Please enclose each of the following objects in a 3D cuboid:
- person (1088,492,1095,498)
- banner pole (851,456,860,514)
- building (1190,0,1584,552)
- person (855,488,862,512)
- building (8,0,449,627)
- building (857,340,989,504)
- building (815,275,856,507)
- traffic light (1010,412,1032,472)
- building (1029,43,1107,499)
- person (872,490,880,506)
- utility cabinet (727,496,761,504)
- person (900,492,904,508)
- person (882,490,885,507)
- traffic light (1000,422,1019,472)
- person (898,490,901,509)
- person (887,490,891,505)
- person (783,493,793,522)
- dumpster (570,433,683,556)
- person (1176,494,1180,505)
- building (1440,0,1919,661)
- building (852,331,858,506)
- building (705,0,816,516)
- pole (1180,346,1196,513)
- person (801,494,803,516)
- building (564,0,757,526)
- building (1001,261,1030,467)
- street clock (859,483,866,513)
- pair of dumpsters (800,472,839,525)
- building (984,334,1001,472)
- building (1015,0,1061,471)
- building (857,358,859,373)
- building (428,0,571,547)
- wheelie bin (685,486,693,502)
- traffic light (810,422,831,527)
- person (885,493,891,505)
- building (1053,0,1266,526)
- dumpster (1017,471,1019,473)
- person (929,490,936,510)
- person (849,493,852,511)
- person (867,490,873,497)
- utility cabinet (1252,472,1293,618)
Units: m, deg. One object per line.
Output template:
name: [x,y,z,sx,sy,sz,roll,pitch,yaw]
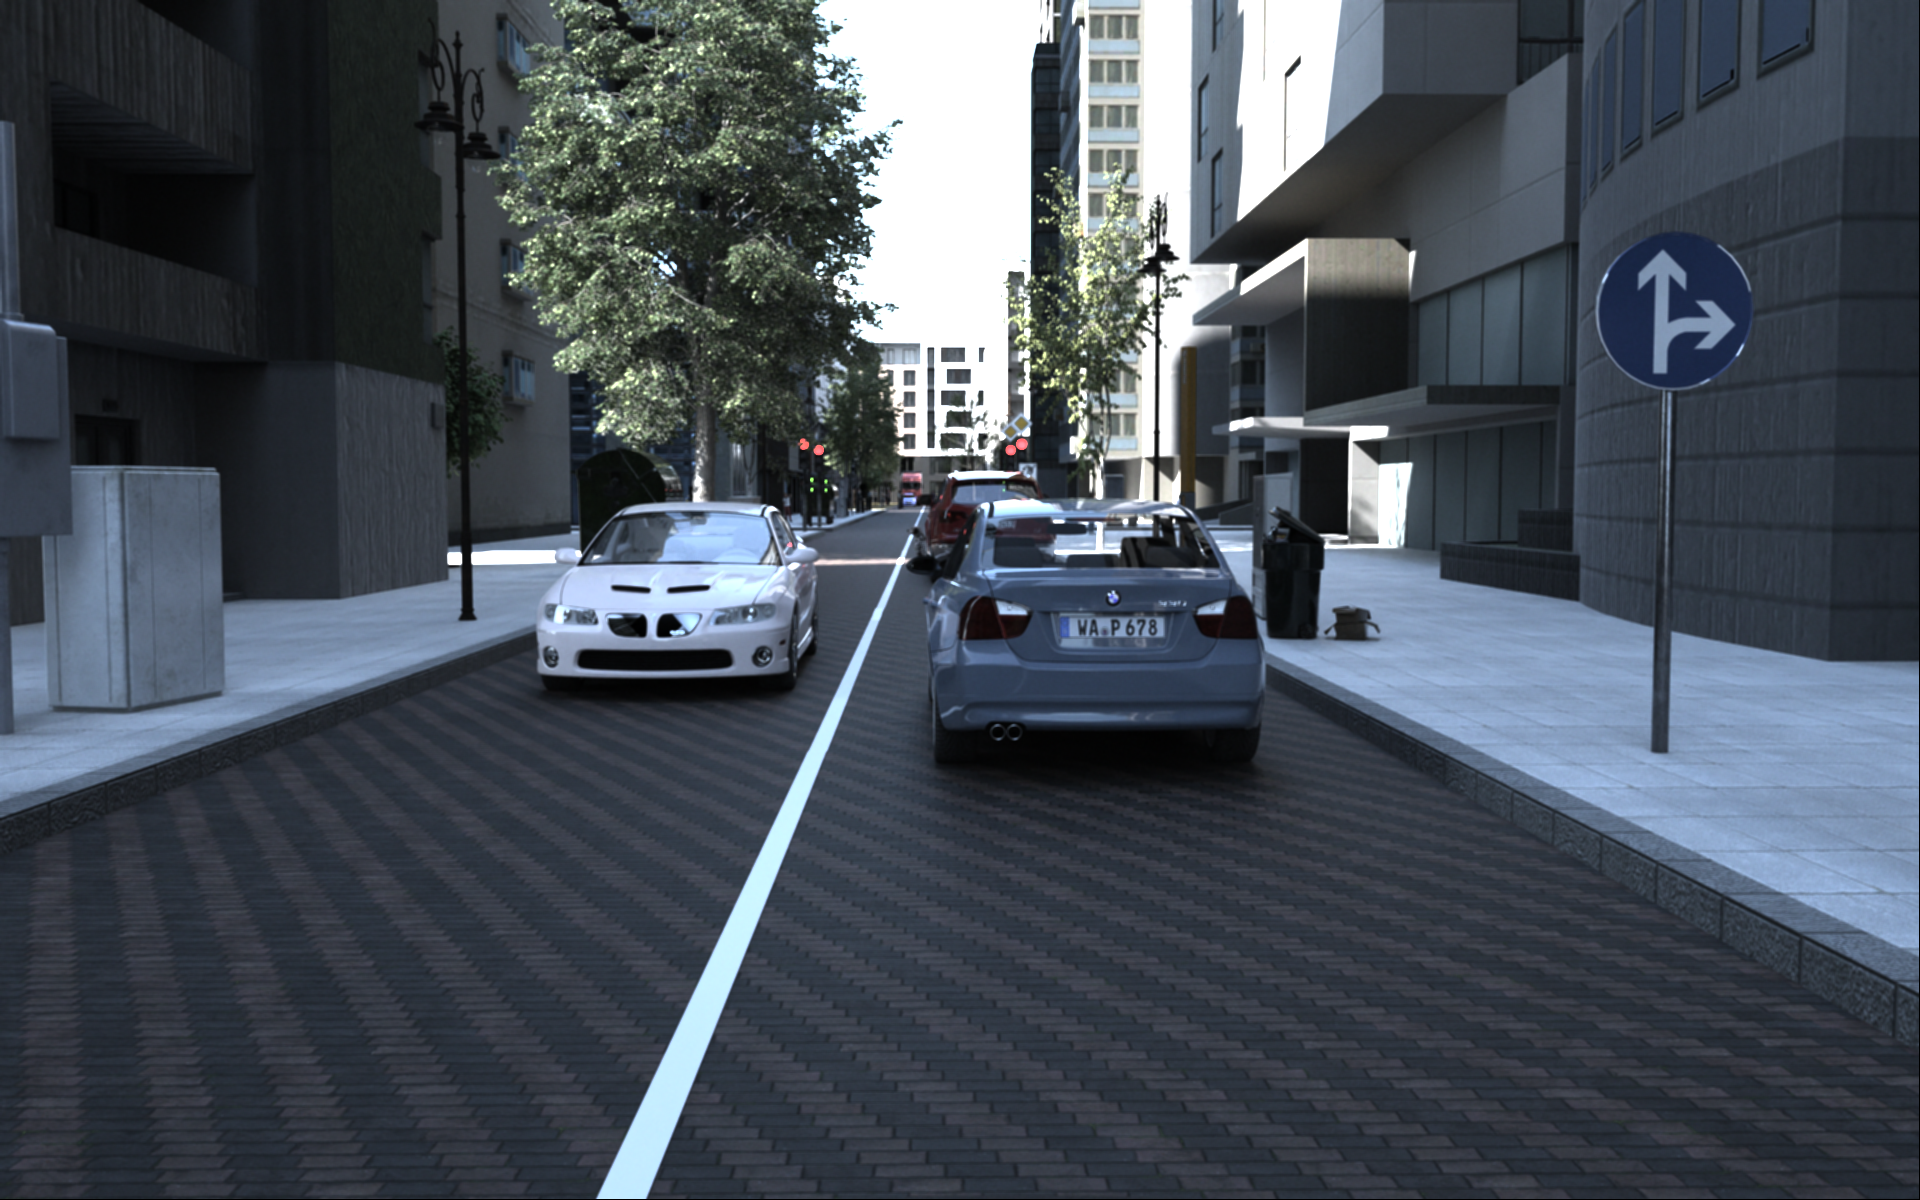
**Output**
person: [4.204,-2.755,55.004,0.340,1.345,0.435,0,4,-2]
banner pole: [-6.832,-7.485,112.397,0.401,3.779,0.863,2,4,34]
building: [20.987,-27.677,41.761,28.713,52.752,27.495,0,4,-1]
person: [-7.071,-6.950,120.477,0.445,1.727,0.742,0,4,0]
building: [-14.537,-15.063,17.974,14.160,30.474,14.107,0,4,-1]
building: [-7.509,-24.412,243.112,32.646,21.610,27.936,0,4,-1]
building: [-24.520,-19.278,159.174,27.936,21.610,32.646,0,4,-1]
traffic light: [2.080,-4.307,59.348,0.839,4.253,0.868,0,4,-1]
building: [11.511,-20.993,114.934,14.160,30.474,14.107,0,4,-1]
person: [-9.028,-10.974,186.247,1.217,1.735,0.721,-3,5,-40]
utility cabinet: [-5.724,-2.122,45.851,1.020,1.237,0.306,3,5,40]
person: [-5.849,-10.151,175.277,0.445,1.727,0.742,-1,4,-9]
person: [-7.504,-9.898,168.593,0.721,1.735,1.217,-1,4,-15]
traffic light: [1.940,-4.796,67.332,0.839,4.253,0.868,0,4,-1]
person: [-5.763,-9.589,165.356,0.705,1.814,1.350,0,4,3]
person: [-8.046,-11.763,198.898,0.750,1.759,0.617,2,4,30]
person: [-7.950,-4.278,79.891,0.435,1.345,0.340,-1,4,-9]
dumpster: [-5.274,-1.527,27.468,1.502,2.255,1.985,0,4,-1]
person: [7.915,-3.050,61.560,0.628,1.438,0.799,-3,5,-39]
building: [17.104,-28.848,13.662,21.231,58.520,28.212,0,4,-1]
building: [-19.385,-20.581,192.913,16.016,20.091,11.380,0,4,-1]
building: [-17.697,-28.898,122.587,14.600,45.320,14.200,0,4,-1]
pole: [3.166,-1.849,24.077,0.158,3.312,0.155,0,3,0]
person: [-8.930,-5.621,100.151,0.590,1.554,0.614,3,5,42]
building: [-20.682,-47.089,82.578,22.319,86.520,31.000,0,4,-1]
building: [17.788,-19.841,168.378,27.936,21.610,32.646,0,4,-1]
street clock: [-6.644,-6.960,118.364,0.471,2.002,0.358,-1,4,-16]
pair of dumpsters: [-6.083,-4.403,74.486,1.574,2.255,4.437,0,4,-1]
building: [11.695,-20.423,200.366,16.747,18.905,31.486,0,4,-1]
building: [14.546,-42.374,131.074,20.563,71.187,20.611,0,4,-1]
building: [-28.213,-20.849,207.340,31.486,18.905,16.747,0,4,-1]
building: [-22.950,-25.705,43.981,21.600,48.544,21.300,0,4,-1]
wheelie bin: [-10.037,-3.581,66.464,0.980,1.594,0.693,-1,4,-9]
traffic light: [-5.439,-4.787,67.187,0.839,4.253,0.868,0,4,-1]
person: [-8.368,-11.713,200.785,0.697,1.427,0.421,2,4,28]
building: [17.222,-24.072,85.455,23.993,40.220,32.217,0,4,-1]
dumpster: [2.399,-4.274,72.369,1.502,2.255,1.985,0,4,-1]
person: [-2.539,-9.091,157.594,0.683,1.767,0.568,-3,4,-37]
person: [-8.577,-7.695,133.723,0.647,1.594,0.662,1,4,18]
person: [-10.979,-12.422,209.120,1.348,1.826,0.705,3,5,42]
utility cabinet: [3.251,-0.578,18.122,0.318,1.500,1.173,0,4,4]
